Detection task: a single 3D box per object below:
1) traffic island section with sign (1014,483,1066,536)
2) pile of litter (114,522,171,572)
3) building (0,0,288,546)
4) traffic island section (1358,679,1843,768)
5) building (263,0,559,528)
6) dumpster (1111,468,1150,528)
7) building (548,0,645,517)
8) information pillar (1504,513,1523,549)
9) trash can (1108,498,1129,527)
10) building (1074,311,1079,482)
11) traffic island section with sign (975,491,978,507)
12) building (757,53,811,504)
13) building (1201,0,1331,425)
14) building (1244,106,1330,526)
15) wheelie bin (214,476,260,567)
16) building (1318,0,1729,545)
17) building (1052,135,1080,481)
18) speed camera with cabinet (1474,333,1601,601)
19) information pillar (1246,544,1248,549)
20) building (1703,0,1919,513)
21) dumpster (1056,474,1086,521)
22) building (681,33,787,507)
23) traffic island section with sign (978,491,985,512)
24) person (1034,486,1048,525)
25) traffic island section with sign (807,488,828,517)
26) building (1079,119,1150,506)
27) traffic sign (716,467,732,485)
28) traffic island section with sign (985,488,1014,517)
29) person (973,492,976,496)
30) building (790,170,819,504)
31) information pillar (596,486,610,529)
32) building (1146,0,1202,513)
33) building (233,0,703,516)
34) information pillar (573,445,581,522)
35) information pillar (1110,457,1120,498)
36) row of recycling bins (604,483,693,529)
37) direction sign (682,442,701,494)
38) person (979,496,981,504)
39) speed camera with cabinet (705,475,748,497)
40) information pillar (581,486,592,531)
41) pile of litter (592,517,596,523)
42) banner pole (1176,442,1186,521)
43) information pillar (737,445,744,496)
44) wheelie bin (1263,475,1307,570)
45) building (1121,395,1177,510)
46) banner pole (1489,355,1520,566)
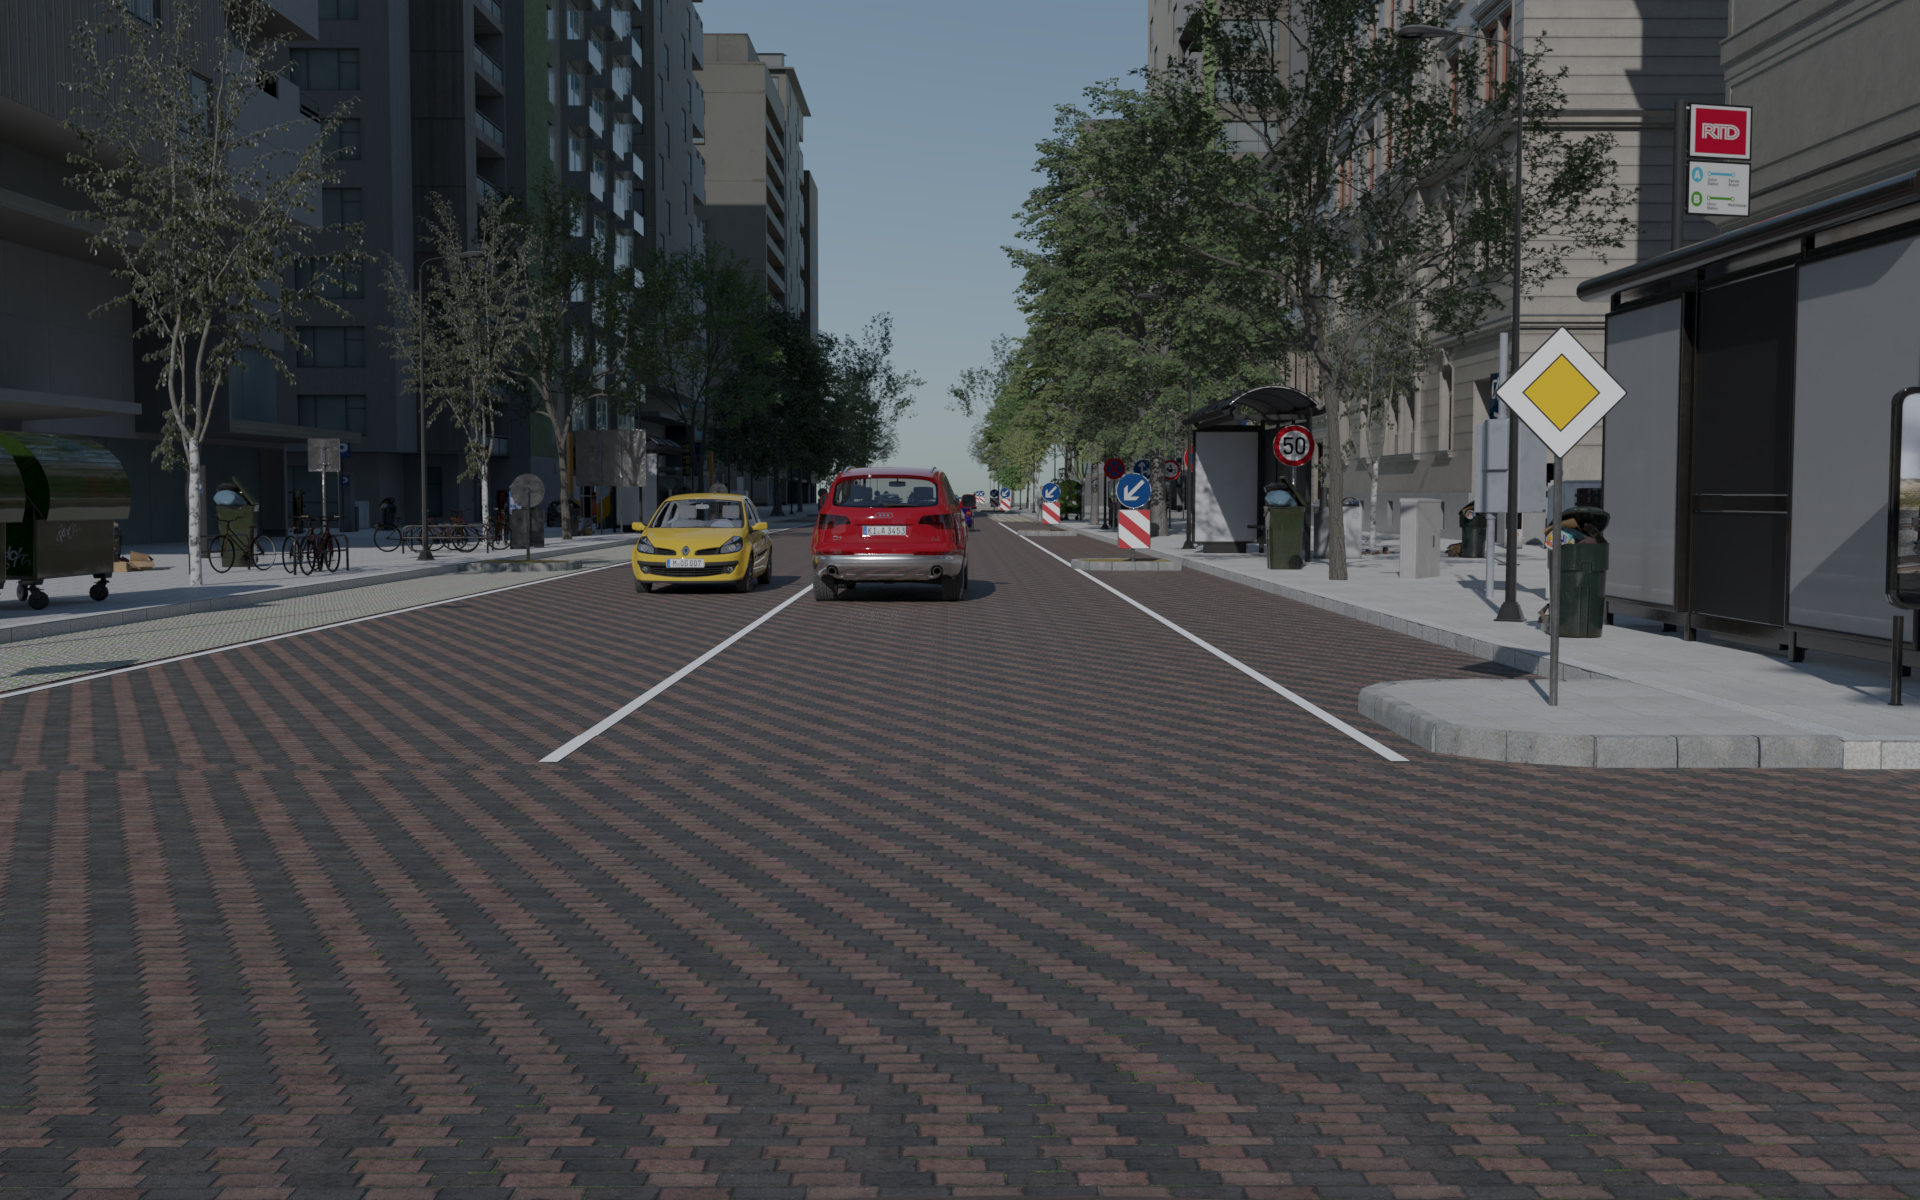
[{"bbox_3d":[3.019,-3.164,60.365,1.989,1.847,2.006,0,4,0],"label":"traffic island section with sign"},{"bbox_3d":[-13.989,-0.909,28.829,1.719,0.858,1.176,-3,5,-43],"label":"pile of litter"},{"bbox_3d":[-31.173,-27.363,36.625,28.713,52.752,27.495,0,4,0],"label":"building"},{"bbox_3d":[3.617,0.720,10.512,2.009,0.180,2.903,0,4,0],"label":"traffic island section"},{"bbox_3d":[-25.034,-23.624,69.853,14.154,41.232,14.086,0,4,0],"label":"building"},{"bbox_3d":[6.501,-3.816,64.884,1.502,2.255,1.985,0,4,0],"label":"dumpster"},{"bbox_3d":[-30.996,-29.414,100.521,23.786,49.044,30.456,0,4,0],"label":"building"},{"bbox_3d":[12.961,-2.202,40.500,0.304,2.012,0.304,-1,4,-17],"label":"information pillar"},{"bbox_3d":[6.073,-3.401,67.256,0.748,1.137,0.748,0,3,0],"label":"trash can"},{"bbox_3d":[20.619,-26.645,207.347,14.160,30.474,14.107,0,4,0],"label":"building"},{"bbox_3d":[2.298,-11.239,192.386,1.989,1.847,2.006,0,4,0],"label":"traffic island section with sign"},{"bbox_3d":[-33.389,-38.105,212.250,28.713,52.752,27.495,0,4,0],"label":"building"},{"bbox_3d":[19.974,-25.129,94.447,14.154,41.232,14.086,0,4,0],"label":"building"},{"bbox_3d":[18.803,-12.908,75.673,10.561,19.102,19.286,0,4,0],"label":"building"},{"bbox_3d":[-12.741,-1.383,30.525,0.693,1.594,0.980,-1,4,-16],"label":"wheelie bin"},{"bbox_3d":[20.067,-16.307,54.012,14.401,28.519,23.554,0,4,0],"label":"building"},{"bbox_3d":[24.510,-37.302,229.491,23.786,49.044,30.456,0,4,0],"label":"building"},{"bbox_3d":[7.229,-1.625,20.904,0.660,3.252,2.038,-2,4,-35],"label":"speed camera with cabinet"},{"bbox_3d":[6.563,-2.203,40.519,0.304,2.012,0.304,1,4,20],"label":"information pillar"},{"bbox_3d":[28.741,-11.754,25.469,30.059,22.955,16.112,0,4,0],"label":"building"},{"bbox_3d":[5.291,-4.979,83.900,1.502,2.255,1.985,0,4,0],"label":"dumpster"},{"bbox_3d":[-30.473,-34.458,187.091,21.300,48.544,21.600,0,4,0],"label":"building"},{"bbox_3d":[2.598,-7.858,137.109,1.989,1.847,2.006,0,4,0],"label":"traffic island section with sign"},{"bbox_3d":[3.775,-4.421,80.885,0.635,1.810,0.391,-1,4,-13],"label":"person"},{"bbox_3d":[-8.679,-6.212,110.200,1.989,1.847,2.006,0,4,0],"label":"traffic island section with sign"},{"bbox_3d":[20.125,-31.104,192.152,14.154,41.232,14.086,0,4,0],"label":"building"},{"bbox_3d":[-11.129,-4.985,81.611,0.768,2.556,0.104,0,4,1],"label":"traffic sign"},{"bbox_3d":[2.744,-6.205,110.071,1.989,1.847,2.006,0,4,0],"label":"traffic island section with sign"},{"bbox_3d":[1.951,-13.495,229.958,1.217,1.723,0.721,1,4,17],"label":"person"},{"bbox_3d":[-26.487,-35.671,233.324,14.600,45.320,14.200,0,4,0],"label":"building"},{"bbox_3d":[-12.991,-4.379,62.952,0.504,3.616,0.183,-2,4,-26],"label":"information pillar"},{"bbox_3d":[27.255,-32.150,114.886,28.713,52.752,27.495,0,4,0],"label":"building"},{"bbox_3d":[-34.066,-33.066,129.860,28.713,52.752,27.495,0,4,0],"label":"building"},{"bbox_3d":[-17.424,-5.319,78.317,0.504,3.616,0.183,-1,4,-13],"label":"information pillar"},{"bbox_3d":[6.797,-5.179,76.037,0.504,3.616,0.183,1,4,11],"label":"information pillar"},{"bbox_3d":[-11.704,-3.512,64.528,3.534,1.692,1.069,0,4,0],"label":"row of recycling bins"},{"bbox_3d":[-11.644,-5.103,75.438,0.876,3.537,0.379,-1,4,-9],"label":"direction sign"},{"bbox_3d":[2.603,-13.490,232.277,0.599,1.433,0.991,1,4,20],"label":"person"},{"bbox_3d":[-11.387,-5.511,84.442,2.038,3.252,0.660,0,4,4],"label":"speed camera with cabinet"},{"bbox_3d":[-13.011,-3.413,60.290,0.304,2.012,0.304,-2,4,-28],"label":"information pillar"},{"bbox_3d":[-15.713,-3.783,75.825,1.719,0.858,1.176,1,4,22],"label":"pile of litter"},{"bbox_3d":[10.580,-5.685,82.960,0.401,3.779,0.863,-2,4,-28],"label":"banner pole"},{"bbox_3d":[-10.552,-5.618,83.217,0.183,3.616,0.504,-3,4,-37],"label":"information pillar"},{"bbox_3d":[5.525,-1.324,29.563,0.693,1.594,0.980,0,4,3],"label":"wheelie bin"},{"bbox_3d":[29.538,-27.499,141.483,32.217,40.220,23.993,0,4,0],"label":"building"},{"bbox_3d":[9.803,-2.524,31.289,0.401,3.779,0.863,-1,4,-20],"label":"banner pole"}]
